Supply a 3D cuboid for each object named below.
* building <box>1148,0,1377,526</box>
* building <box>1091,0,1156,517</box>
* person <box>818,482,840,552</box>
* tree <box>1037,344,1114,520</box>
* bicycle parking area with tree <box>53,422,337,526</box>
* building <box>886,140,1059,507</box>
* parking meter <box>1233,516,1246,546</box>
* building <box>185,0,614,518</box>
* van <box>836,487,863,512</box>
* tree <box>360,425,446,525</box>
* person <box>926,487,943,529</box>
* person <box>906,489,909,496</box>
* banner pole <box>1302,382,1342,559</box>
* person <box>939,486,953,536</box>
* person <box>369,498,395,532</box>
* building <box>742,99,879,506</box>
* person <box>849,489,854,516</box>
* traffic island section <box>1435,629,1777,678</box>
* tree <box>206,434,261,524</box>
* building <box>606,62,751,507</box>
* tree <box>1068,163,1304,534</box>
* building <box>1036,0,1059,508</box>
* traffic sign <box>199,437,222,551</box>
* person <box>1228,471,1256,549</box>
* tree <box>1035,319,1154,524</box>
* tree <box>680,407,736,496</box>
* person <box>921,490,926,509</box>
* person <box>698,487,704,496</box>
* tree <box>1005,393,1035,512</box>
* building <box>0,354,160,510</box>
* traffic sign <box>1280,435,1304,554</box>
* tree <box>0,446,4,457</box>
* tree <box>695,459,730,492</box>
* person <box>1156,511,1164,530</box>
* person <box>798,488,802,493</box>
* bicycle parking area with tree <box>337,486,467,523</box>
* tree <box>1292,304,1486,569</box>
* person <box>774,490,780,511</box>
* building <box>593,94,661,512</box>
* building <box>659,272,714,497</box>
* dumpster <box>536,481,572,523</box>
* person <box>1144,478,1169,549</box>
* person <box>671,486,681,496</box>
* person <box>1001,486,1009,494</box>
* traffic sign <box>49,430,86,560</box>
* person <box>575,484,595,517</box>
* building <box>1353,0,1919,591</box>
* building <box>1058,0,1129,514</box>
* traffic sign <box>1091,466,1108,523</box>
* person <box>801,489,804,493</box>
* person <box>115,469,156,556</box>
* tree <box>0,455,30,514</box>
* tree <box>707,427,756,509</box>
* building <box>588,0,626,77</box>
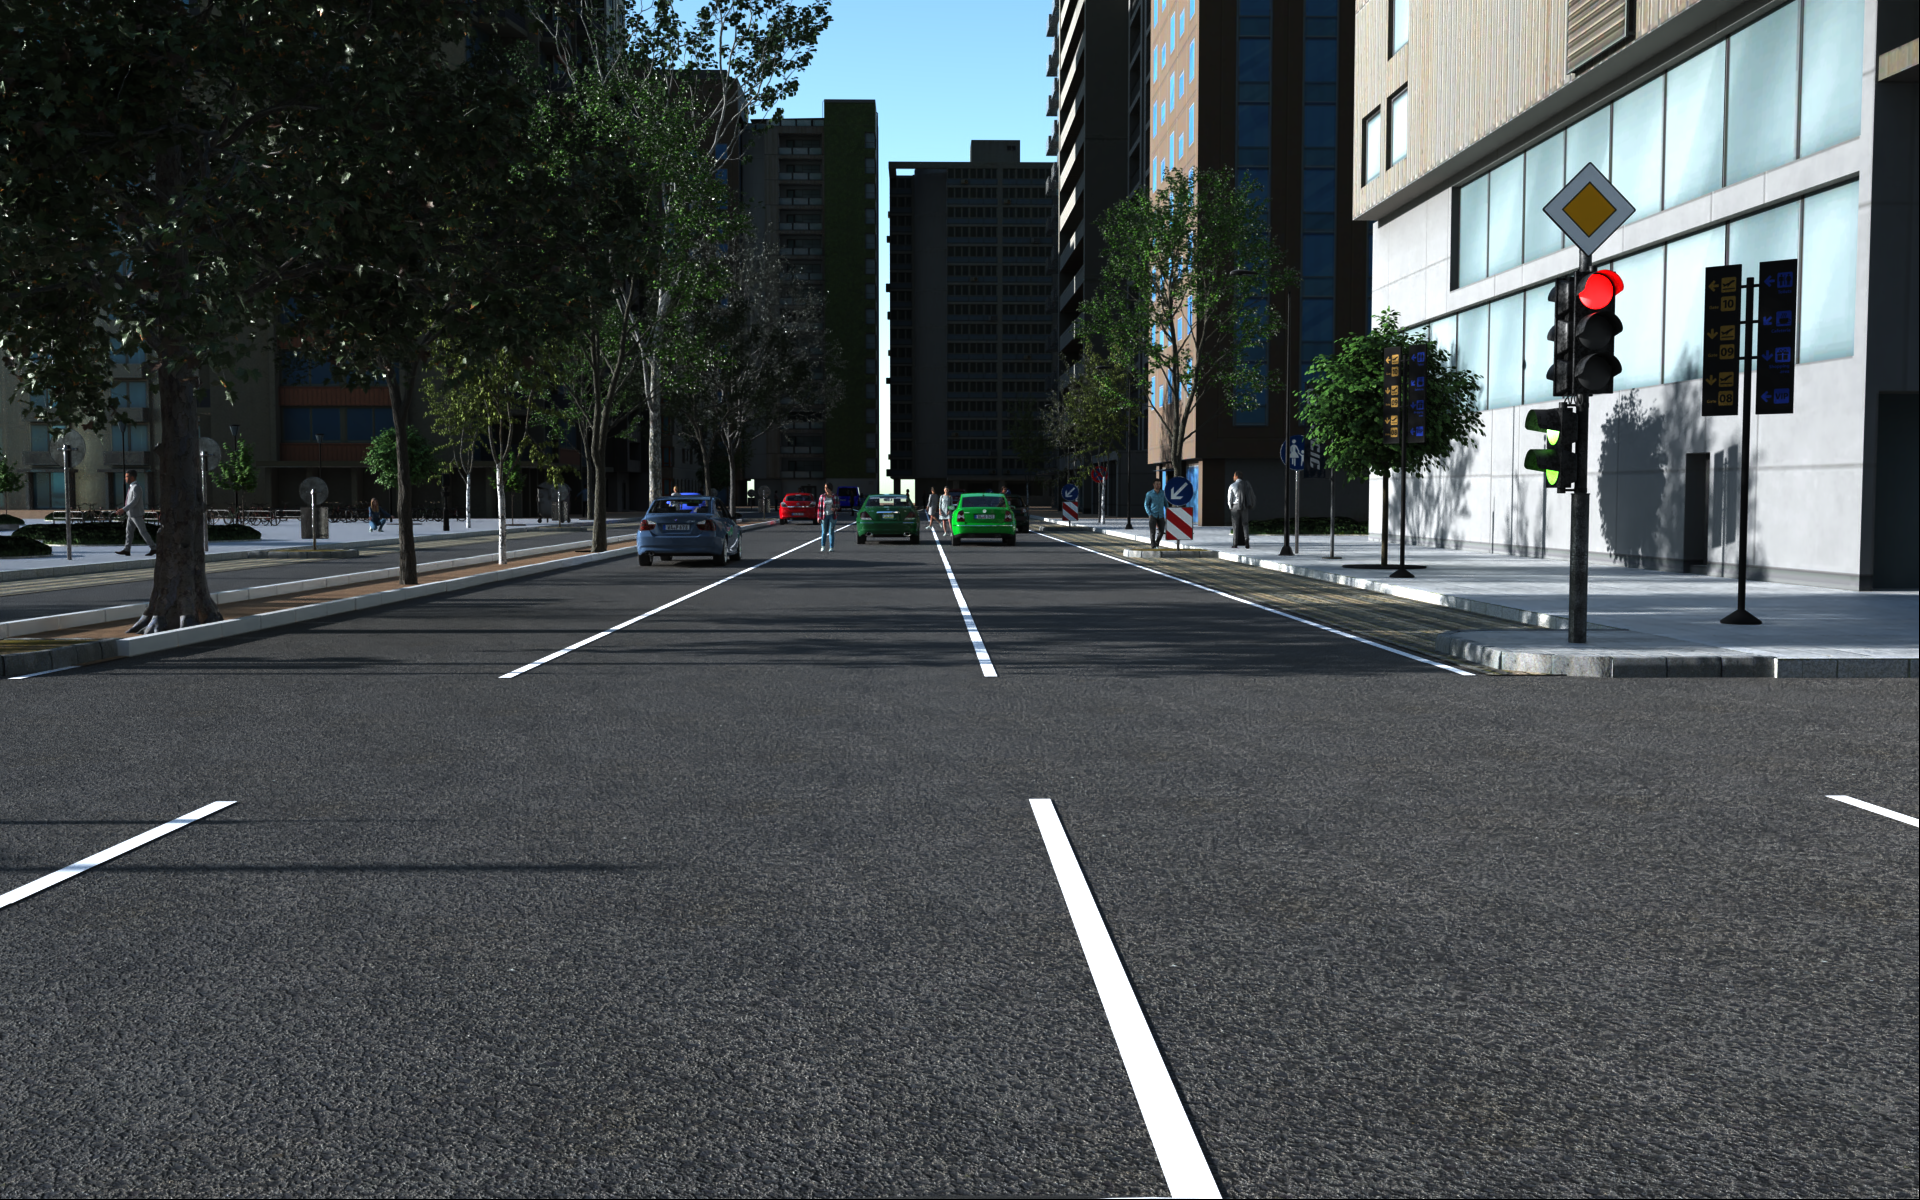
[{"bbox_3d":[15.996,-25.938,74.201,14.600,45.320,14.200,0,4,-1],"label":"building"},{"bbox_3d":[18.899,-40.431,99.306,20.563,71.187,20.611,0,4,-1],"label":"building"},{"bbox_3d":[-3.275,-2.076,43.280,0.563,1.720,0.643,0,4,1],"label":"person"},{"bbox_3d":[5.803,-8.293,85.954,4.360,8.622,3.978,0,3,0],"label":"tree"},{"bbox_3d":[-31.255,-5.040,69.401,9.016,4.147,8.231,3,5,41],"label":"bicycle parking area with tree"},{"bbox_3d":[3.863,-30.631,192.697,23.993,40.220,32.217,0,4,-1],"label":"building"},{"bbox_3d":[7.009,-2.129,43.222,0.372,1.533,0.369,0,3,0],"label":"parking meter"},{"bbox_3d":[-33.296,-27.440,103.268,22.147,44.769,28.867,0,4,-1],"label":"building"},{"bbox_3d":[-9.110,-8.411,141.897,2.240,2.365,5.245,0,4,-2],"label":"van"},{"bbox_3d":[-23.562,-5.463,73.035,4.285,4.588,4.351,0,3,0],"label":"tree"},{"bbox_3d":[-1.061,-3.829,71.847,0.760,1.731,0.466,1,4,13],"label":"person"},{"bbox_3d":[-4.087,-7.848,136.751,0.705,1.831,1.348,0,4,2],"label":"person"},{"bbox_3d":[7.158,-2.703,34.207,0.863,3.779,0.401,-1,4,-13],"label":"banner pole"},{"bbox_3d":[-0.461,-3.050,59.367,0.512,1.701,0.522,0,4,3],"label":"person"},{"bbox_3d":[-19.756,-2.901,58.968,1.012,1.151,0.738,-3,5,-40],"label":"person"},{"bbox_3d":[-15.573,-30.541,182.946,14.086,41.232,14.154,0,4,-1],"label":"building"},{"bbox_3d":[-7.144,-6.391,113.714,0.721,1.735,1.217,0,4,1],"label":"person"},{"bbox_3d":[5.354,0.448,14.962,2.009,0.180,2.903,0,4,-1],"label":"traffic island section"},{"bbox_3d":[-22.483,-3.660,54.446,1.663,3.219,1.824,0,3,0],"label":"tree"},{"bbox_3d":[-29.779,-32.608,183.257,14.200,45.320,14.600,0,4,-1],"label":"building"},{"bbox_3d":[6.970,-7.901,54.931,9.928,11.665,9.643,0,3,0],"label":"tree"},{"bbox_3d":[18.943,-32.271,147.232,23.786,49.044,30.456,0,4,-1],"label":"building"},{"bbox_3d":[-16.866,-2.359,38.677,0.768,2.556,0.104,0,4,3],"label":"traffic sign"},{"bbox_3d":[6.651,-2.125,40.893,0.679,1.850,0.850,-1,4,-9],"label":"person"},{"bbox_3d":[6.126,-7.537,73.587,4.737,8.622,4.395,0,3,0],"label":"tree"},{"bbox_3d":[-19.049,-11.006,130.310,4.360,8.622,3.978,0,3,0],"label":"tree"},{"bbox_3d":[-3.385,-9.454,163.203,0.705,1.807,1.348,1,4,16],"label":"person"},{"bbox_3d":[-20.769,-8.139,139.134,1.348,1.821,0.705,-1,4,-21],"label":"person"},{"bbox_3d":[4.987,-10.622,124.036,4.737,8.622,4.395,0,3,0],"label":"tree"},{"bbox_3d":[-67.010,-32.354,148.604,30.456,49.044,23.786,0,4,-1],"label":"building"},{"bbox_3d":[7.265,-2.275,37.297,0.768,2.556,0.104,0,4,1],"label":"traffic sign"},{"bbox_3d":[-26.469,-3.708,44.345,4.285,4.588,4.351,0,3,0],"label":"tree"},{"bbox_3d":[-20.566,-9.875,145.176,4.285,4.588,4.351,0,3,0],"label":"tree"},{"bbox_3d":[7.078,-3.075,61.336,0.382,1.210,0.505,-3,4,-37],"label":"person"},{"bbox_3d":[-9.725,-5.901,104.993,1.348,1.823,0.705,1,4,13],"label":"person"},{"bbox_3d":[-28.370,-5.735,80.763,9.016,4.147,8.231,-3,5,-42],"label":"bicycle parking area with tree"},{"bbox_3d":[7.321,-2.837,30.103,4.285,4.588,4.351,0,3,0],"label":"tree"},{"bbox_3d":[-15.552,-8.453,147.418,0.721,1.736,1.217,-2,4,-26],"label":"person"},{"bbox_3d":[-29.808,-21.633,125.397,14.160,30.474,14.107,0,4,-1],"label":"building"},{"bbox_3d":[-37.313,-18.587,148.945,28.899,21.520,27.650,0,4,-1],"label":"building"},{"bbox_3d":[-18.111,-4.371,77.230,1.264,1.857,1.865,0,4,-1],"label":"dumpster"},{"bbox_3d":[4.883,-2.112,43.054,0.660,1.820,0.620,-2,4,-24],"label":"person"},{"bbox_3d":[-12.597,-4.146,76.647,0.694,1.780,0.624,0,4,-6],"label":"person"},{"bbox_3d":[1.866,-3.959,73.588,0.532,1.782,0.716,3,5,41],"label":"person"},{"bbox_3d":[-17.363,-2.054,33.689,0.768,2.556,0.104,0,4,7],"label":"traffic sign"},{"bbox_3d":[-20.886,-5.544,96.680,1.348,1.826,0.705,0,4,6],"label":"person"},{"bbox_3d":[23.831,-27.114,32.555,27.495,52.752,28.713,0,4,-1],"label":"building"},{"bbox_3d":[18.375,-30.419,121.056,21.300,48.544,21.600,0,4,-1],"label":"building"},{"bbox_3d":[6.271,-4.758,77.898,0.768,2.556,0.104,0,4,7],"label":"traffic sign"},{"bbox_3d":[-10.245,-6.294,112.079,0.621,1.740,0.551,0,4,8],"label":"person"},{"bbox_3d":[-17.099,-1.812,35.950,0.850,1.792,0.678,-2,4,-28],"label":"person"},{"bbox_3d":[-46.514,-5.488,84.323,1.663,3.219,1.824,0,3,0],"label":"tree"},{"bbox_3d":[-20.104,-12.353,152.335,4.737,8.622,4.395,0,3,0],"label":"tree"},{"bbox_3d":[-47.453,-45.649,184.616,20.611,71.187,20.563,0,4,-1],"label":"building"}]
